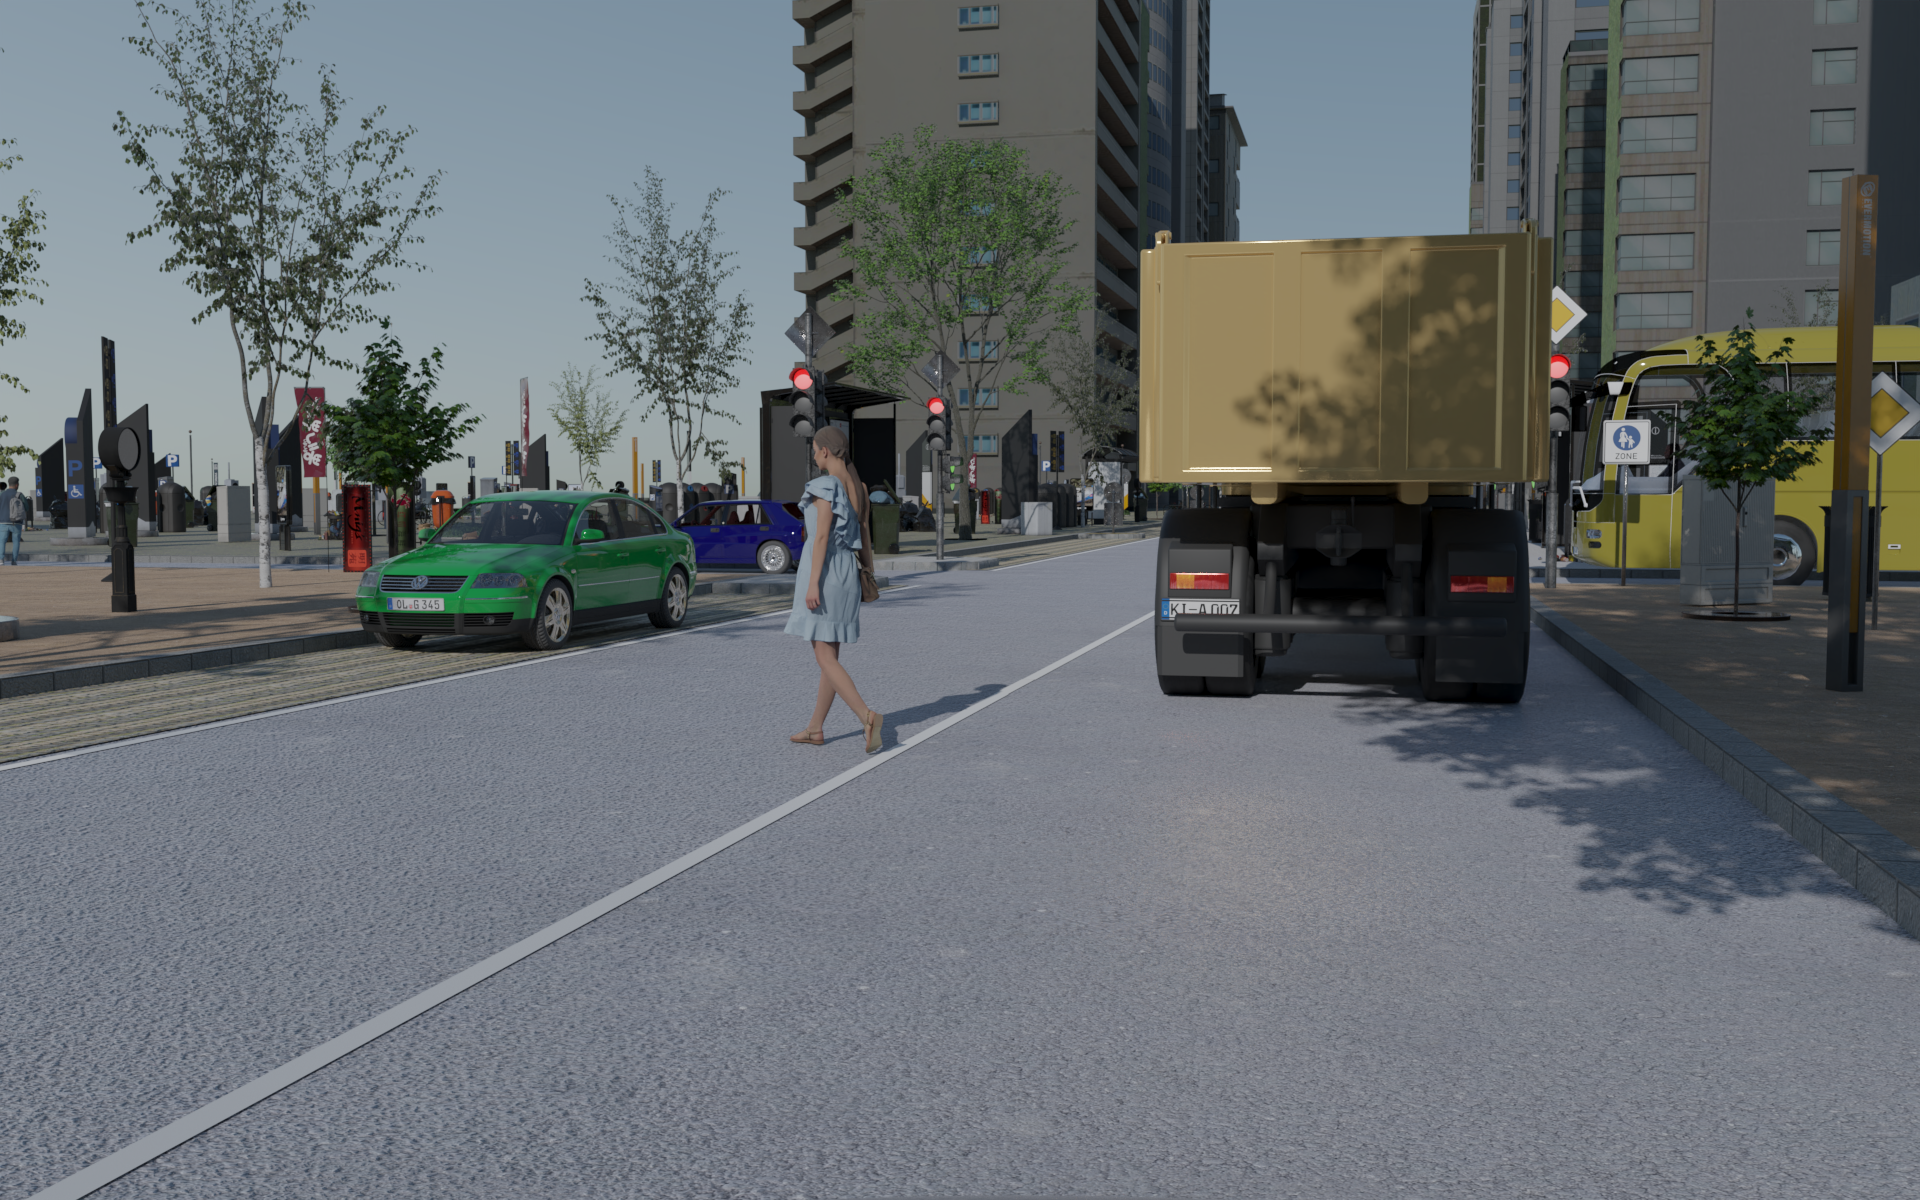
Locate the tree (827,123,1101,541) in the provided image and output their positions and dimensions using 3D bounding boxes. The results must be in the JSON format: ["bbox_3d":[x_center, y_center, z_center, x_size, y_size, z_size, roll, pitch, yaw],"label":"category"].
[{"bbox_3d":[0.142,-7.484,48.116,9.928,11.665,9.643,0,3,0],"label":"tree"}]

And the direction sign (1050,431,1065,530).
[{"bbox_3d":[3.489,-4.290,62.142,0.379,3.537,0.876,3,4,37],"label":"direction sign"}]

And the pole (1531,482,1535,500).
[{"bbox_3d":[23.749,-4.764,71.730,0.158,3.312,0.155,0,3,0],"label":"pole"}]

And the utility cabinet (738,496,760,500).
[{"bbox_3d":[-5.932,-2.337,49.368,0.306,1.237,1.020,-3,5,-44],"label":"utility cabinet"}]

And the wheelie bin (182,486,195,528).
[{"bbox_3d":[-29.430,-3.536,65.723,0.693,1.594,0.980,-2,4,-35],"label":"wheelie bin"}]

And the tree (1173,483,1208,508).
[{"bbox_3d":[12.898,-7.025,98.579,4.285,4.588,4.351,0,3,0],"label":"tree"}]

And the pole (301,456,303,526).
[{"bbox_3d":[-22.747,-4.021,59.590,0.158,3.312,0.155,0,3,0],"label":"pole"}]

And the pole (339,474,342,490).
[{"bbox_3d":[-43.526,-7.822,121.737,0.158,3.312,0.155,0,3,0],"label":"pole"}]

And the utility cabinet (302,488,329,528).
[{"bbox_3d":[-24.394,-3.455,65.167,0.318,1.500,1.173,3,5,40],"label":"utility cabinet"}]

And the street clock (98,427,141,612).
[{"bbox_3d":[-9.100,-0.870,18.800,0.358,2.002,0.471,0,4,4],"label":"street clock"}]

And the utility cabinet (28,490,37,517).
[{"bbox_3d":[-50.314,-5.270,94.850,1.173,1.500,0.318,-3,5,-45],"label":"utility cabinet"}]

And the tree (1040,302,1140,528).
[{"bbox_3d":[4.929,-7.067,65.908,4.360,8.622,3.978,0,3,0],"label":"tree"}]

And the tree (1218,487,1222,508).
[{"bbox_3d":[17.321,-10.158,116.452,4.737,8.622,4.395,0,3,0],"label":"tree"}]

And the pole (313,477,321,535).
[{"bbox_3d":[-20.283,-3.714,54.567,0.158,3.312,0.155,0,3,0],"label":"pole"}]

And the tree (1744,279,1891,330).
[{"bbox_3d":[28.648,-6.646,59.026,4.360,8.622,3.978,0,3,0],"label":"tree"}]

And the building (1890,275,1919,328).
[{"bbox_3d":[40.065,-44.378,38.248,31.000,86.520,22.319,1,4,14],"label":"building"}]

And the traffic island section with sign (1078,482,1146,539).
[{"bbox_3d":[4.957,-2.898,56.018,1.989,1.847,2.006,1,4,14],"label":"traffic island section with sign"}]

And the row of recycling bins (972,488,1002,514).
[{"bbox_3d":[2.126,-6.273,109.668,3.534,1.692,1.069,2,4,30],"label":"row of recycling bins"}]

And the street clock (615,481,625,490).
[{"bbox_3d":[-18.665,-5.536,95.079,0.471,2.002,0.358,1,4,22],"label":"street clock"}]

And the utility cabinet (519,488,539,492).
[{"bbox_3d":[-16.707,-3.520,66.239,1.173,1.500,0.318,0,4,-3],"label":"utility cabinet"}]

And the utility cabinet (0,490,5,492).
[{"bbox_3d":[-54.508,-5.517,98.886,0.318,1.500,1.173,1,4,9],"label":"utility cabinet"}]

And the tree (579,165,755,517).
[{"bbox_3d":[-6.336,-5.411,38.839,4.360,8.622,3.978,0,3,0],"label":"tree"}]

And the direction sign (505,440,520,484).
[{"bbox_3d":[-18.968,-4.982,73.446,0.876,3.537,0.379,3,4,37],"label":"direction sign"}]

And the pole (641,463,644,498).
[{"bbox_3d":[-21.091,-7.412,115.036,0.158,3.312,0.155,0,3,0],"label":"pole"}]

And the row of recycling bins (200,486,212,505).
[{"bbox_3d":[-37.193,-4.854,86.482,1.069,1.692,3.534,-1,4,-14],"label":"row of recycling bins"}]

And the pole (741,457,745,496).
[{"bbox_3d":[-12.038,-6.260,96.187,0.158,3.312,0.155,0,3,0],"label":"pole"}]

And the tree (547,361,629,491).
[{"bbox_3d":[-20.932,-8.958,96.827,4.737,8.622,4.395,0,3,0],"label":"tree"}]

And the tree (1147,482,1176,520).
[{"bbox_3d":[9.889,-5.676,87.401,1.663,3.219,1.824,0,3,0],"label":"tree"}]

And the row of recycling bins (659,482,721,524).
[{"bbox_3d":[-9.574,-3.321,61.411,1.069,1.692,3.534,2,4,24],"label":"row of recycling bins"}]

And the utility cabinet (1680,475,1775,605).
[{"bbox_3d":[8.867,-0.691,19.979,1.173,1.500,0.318,-2,4,-26],"label":"utility cabinet"}]

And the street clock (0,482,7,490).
[{"bbox_3d":[-55.790,-5.894,100.943,0.358,2.002,0.471,2,4,33],"label":"street clock"}]

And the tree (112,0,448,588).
[{"bbox_3d":[-9.372,-4.466,23.376,4.360,8.622,3.978,0,3,0],"label":"tree"}]

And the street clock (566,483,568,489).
[{"bbox_3d":[-24.662,-6.315,107.824,0.358,2.002,0.471,3,4,37],"label":"street clock"}]

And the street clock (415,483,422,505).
[{"bbox_3d":[-29.075,-5.391,92.710,0.471,2.002,0.358,1,4,15],"label":"street clock"}]

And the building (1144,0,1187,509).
[{"bbox_3d":[8.890,-37.853,160.893,21.231,58.520,28.212,1,4,14],"label":"building"}]

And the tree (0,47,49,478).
[{"bbox_3d":[-15.554,-4.617,25.848,4.737,8.622,4.395,0,3,0],"label":"tree"}]

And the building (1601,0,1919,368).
[{"bbox_3d":[37.123,-24.245,79.997,14.154,41.232,14.086,1,4,14],"label":"building"}]

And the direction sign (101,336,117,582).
[{"bbox_3d":[-12.405,-2.038,25.324,0.379,3.537,0.876,-1,4,-16],"label":"direction sign"}]

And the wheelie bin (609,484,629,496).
[{"bbox_3d":[-10.784,-2.867,54.778,0.693,1.594,0.980,-1,4,-12],"label":"wheelie bin"}]

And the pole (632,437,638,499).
[{"bbox_3d":[-11.633,-4.171,62.034,0.158,3.312,0.155,0,3,0],"label":"pole"}]

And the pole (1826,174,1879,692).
[{"bbox_3d":[5.774,-1.062,11.209,0.158,3.312,0.155,0,3,0],"label":"pole"}]

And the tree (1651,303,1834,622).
[{"bbox_3d":[7.994,-1.412,17.690,1.663,3.219,1.824,0,3,0],"label":"tree"}]

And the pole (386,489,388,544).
[{"bbox_3d":[-14.758,-3.118,44.825,0.158,3.312,0.155,0,3,0],"label":"pole"}]

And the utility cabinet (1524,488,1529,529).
[{"bbox_3d":[20.373,-3.369,63.758,0.318,1.500,1.173,-2,4,-31],"label":"utility cabinet"}]

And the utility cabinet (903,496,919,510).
[{"bbox_3d":[-1.751,-3.090,61.679,0.306,1.237,1.020,-1,4,-19],"label":"utility cabinet"}]

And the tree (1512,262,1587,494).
[{"bbox_3d":[16.647,-6.221,52.073,4.360,8.622,3.978,0,3,0],"label":"tree"}]

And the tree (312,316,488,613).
[{"bbox_3d":[-6.321,-1.493,19.014,1.663,3.219,1.824,0,3,0],"label":"tree"}]

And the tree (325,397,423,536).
[{"bbox_3d":[-17.864,-4.235,52.962,4.285,4.588,4.351,0,3,0],"label":"tree"}]

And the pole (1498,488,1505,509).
[{"bbox_3d":[13.988,-3.110,44.690,0.158,3.312,0.155,0,3,0],"label":"pole"}]

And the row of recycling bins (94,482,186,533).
[{"bbox_3d":[-27.460,-3.061,57.158,3.534,1.692,1.069,-3,4,-36],"label":"row of recycling bins"}]

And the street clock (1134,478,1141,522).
[{"bbox_3d":[8.086,-4.548,78.923,0.358,2.002,0.471,1,4,21],"label":"street clock"}]

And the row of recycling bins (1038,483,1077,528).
[{"bbox_3d":[3.760,-3.641,66.648,1.069,1.692,3.534,1,4,19],"label":"row of recycling bins"}]

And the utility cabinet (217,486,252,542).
[{"bbox_3d":[-19.390,-2.298,46.251,0.318,1.500,1.173,0,4,6],"label":"utility cabinet"}]

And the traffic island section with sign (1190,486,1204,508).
[{"bbox_3d":[11.271,-4.501,82.226,1.989,1.847,2.006,1,4,14],"label":"traffic island section with sign"}]

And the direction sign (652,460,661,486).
[{"bbox_3d":[-20.096,-7.512,114.812,0.876,3.537,0.379,3,5,42],"label":"direction sign"}]
